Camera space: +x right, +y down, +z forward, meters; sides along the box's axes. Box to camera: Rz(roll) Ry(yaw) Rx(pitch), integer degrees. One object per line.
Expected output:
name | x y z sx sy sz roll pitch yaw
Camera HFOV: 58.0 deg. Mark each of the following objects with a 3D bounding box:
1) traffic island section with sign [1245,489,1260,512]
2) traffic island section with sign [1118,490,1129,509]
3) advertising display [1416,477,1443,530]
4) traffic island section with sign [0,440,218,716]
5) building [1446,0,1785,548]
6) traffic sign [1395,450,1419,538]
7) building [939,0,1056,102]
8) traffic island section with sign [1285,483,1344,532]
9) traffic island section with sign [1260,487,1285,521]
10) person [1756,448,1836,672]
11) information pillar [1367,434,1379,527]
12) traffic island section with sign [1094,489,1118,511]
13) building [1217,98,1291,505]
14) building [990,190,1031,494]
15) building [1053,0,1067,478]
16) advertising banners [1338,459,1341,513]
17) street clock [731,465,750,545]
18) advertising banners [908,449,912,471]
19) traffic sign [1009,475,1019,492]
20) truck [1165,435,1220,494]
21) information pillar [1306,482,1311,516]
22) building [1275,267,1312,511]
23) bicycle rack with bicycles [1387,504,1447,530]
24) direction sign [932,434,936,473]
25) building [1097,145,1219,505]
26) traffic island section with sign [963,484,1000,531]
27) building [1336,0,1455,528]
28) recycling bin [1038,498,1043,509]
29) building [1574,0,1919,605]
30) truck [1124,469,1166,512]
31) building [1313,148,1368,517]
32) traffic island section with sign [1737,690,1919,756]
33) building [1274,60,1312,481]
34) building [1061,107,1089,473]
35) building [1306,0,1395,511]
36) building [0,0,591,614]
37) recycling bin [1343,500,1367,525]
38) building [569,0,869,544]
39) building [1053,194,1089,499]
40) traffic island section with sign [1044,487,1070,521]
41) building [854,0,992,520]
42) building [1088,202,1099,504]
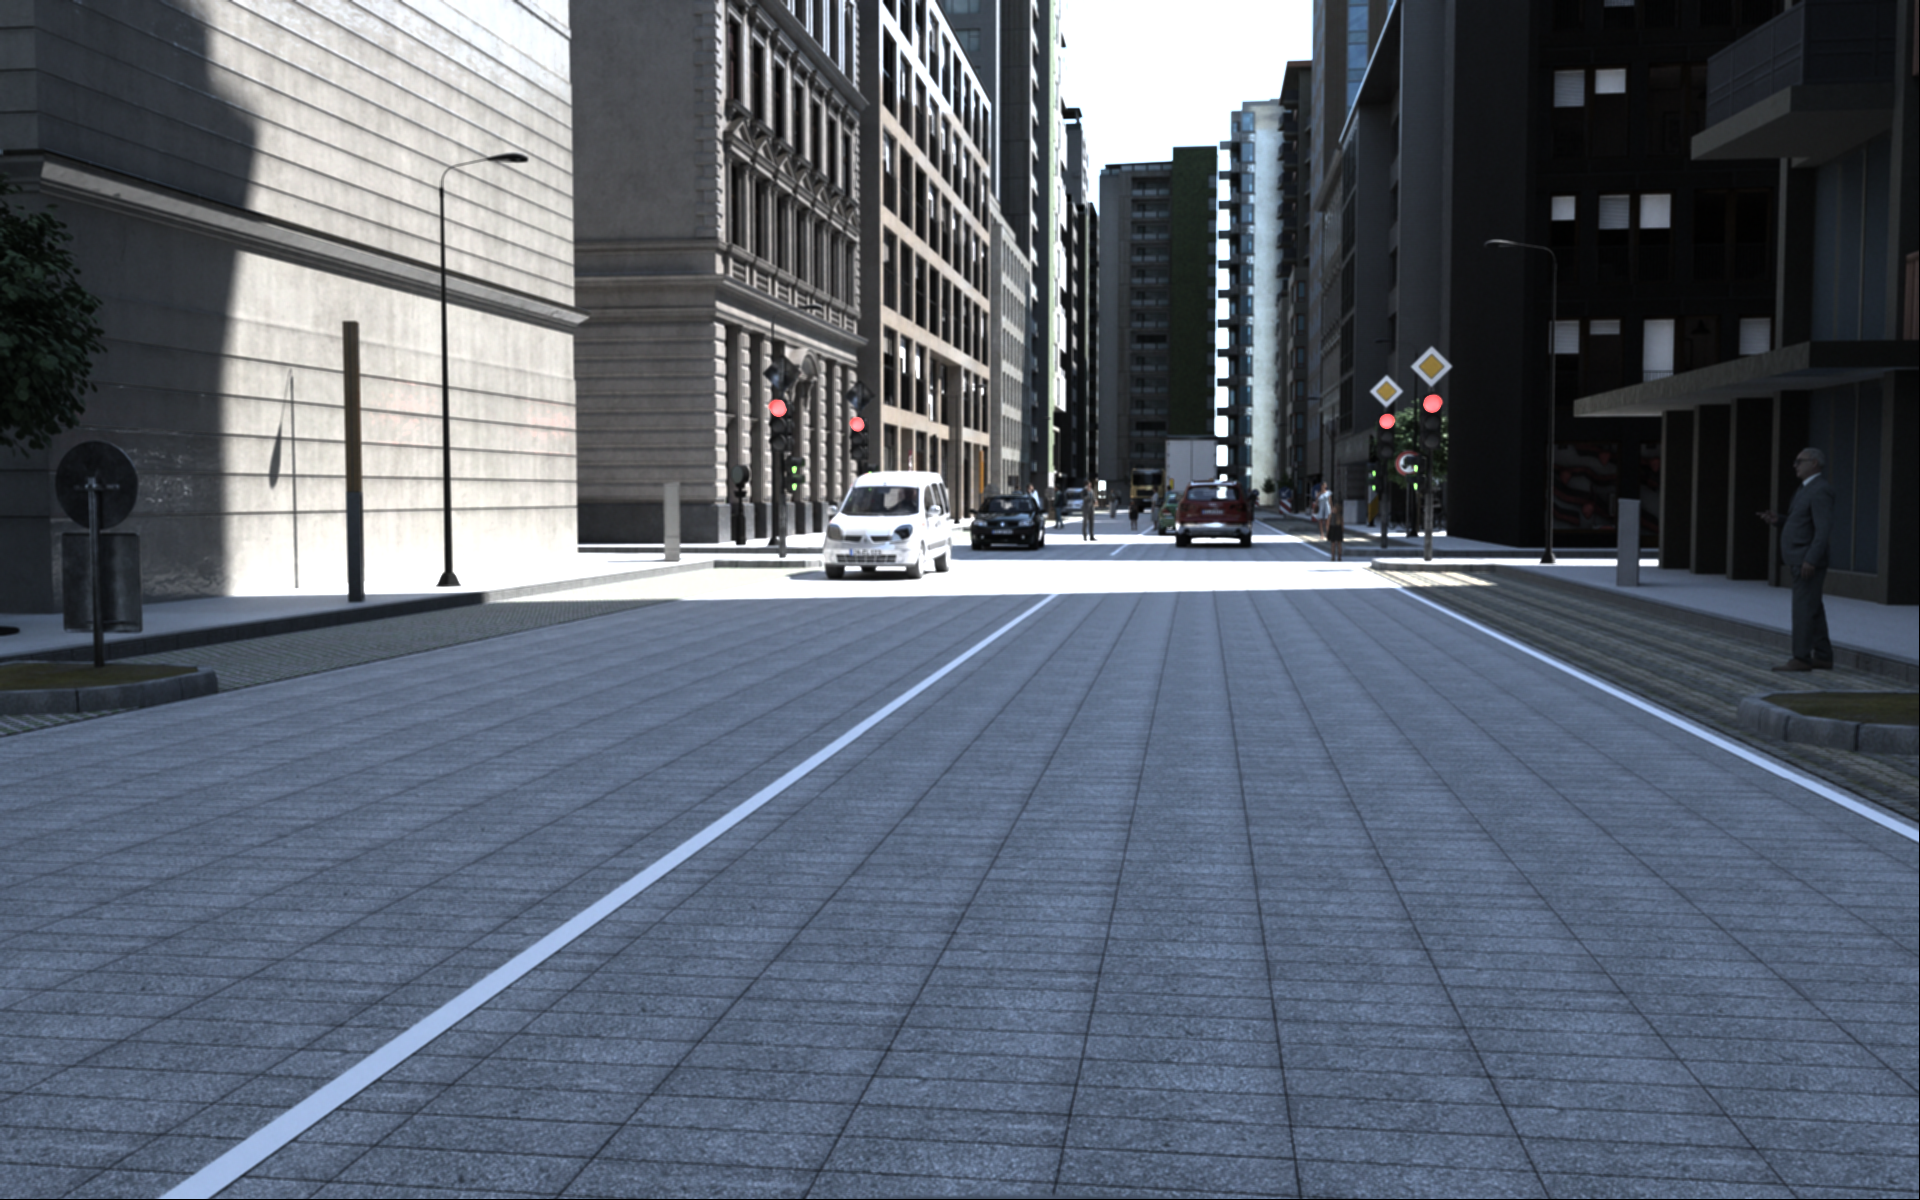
traffic island section with sign | 24.029 -8.143 141.760 1.989 1.847 2.006 0 4 8
traffic island section with sign | 15.698 -9.954 171.375 1.989 1.847 2.006 0 4 8
advertising display | 16.649 -3.449 61.600 0.974 1.923 0.123 1 4 21
traffic island section with sign | -6.388 -0.212 12.094 1.989 1.847 2.006 0 4 8
building | 21.978 -13.201 45.517 15.834 23.373 12.332 0 4 8
traffic sign | 13.053 -3.078 50.424 0.768 2.556 0.104 1 4 11
building | -0.718 -26.987 124.831 14.154 41.232 14.086 0 4 8
traffic island section with sign | 13.463 -3.482 65.554 1.989 1.847 2.006 0 4 8
traffic island section with sign | 17.193 -5.121 92.357 1.989 1.847 2.006 0 4 8
person | 6.790 -0.328 14.036 0.590 1.801 0.661 1 4 14
information pillar | 16.164 -4.668 67.683 0.504 3.616 0.183 -2 4 -33
traffic island section with sign | 11.908 -8.281 144.018 1.989 1.847 2.006 0 4 8
building | 46.319 -35.999 208.197 30.456 49.044 23.786 0 4 8
building | -1.645 -15.421 106.887 10.420 20.320 16.860 0 4 8
building | -5.233 -34.056 146.052 28.713 52.752 27.495 0 4 8
advertising banners | 16.774 -4.917 76.577 0.090 3.025 2.074 1 4 10
street clock | -5.488 -2.370 43.317 0.471 2.002 0.358 3 5 41
advertising banners | -2.112 -4.309 66.644 0.090 3.025 2.074 1 4 14
traffic sign | 2.948 -5.659 94.651 0.606 2.300 0.079 1 4 15
truck | 11.851 -6.073 88.211 2.839 4.237 11.283 1 4 8
information pillar | 20.846 -6.062 103.601 0.304 2.012 0.304 1 4 17
building | 41.081 -18.326 144.673 27.650 21.520 28.899 0 4 8
bicycle rack with bicycles | 16.921 -3.058 63.373 2.925 0.926 2.852 -1 4 -18
direction sign | -0.981 -4.532 66.097 0.379 3.537 0.876 0 4 -8
building | 23.610 -32.001 206.803 14.086 41.232 14.154 0 4 8
traffic island section with sign | 1.223 -3.569 66.989 1.989 1.847 2.006 0 4 8
building | 25.468 -15.855 78.290 14.314 24.678 30.058 0 4 8
recycling bin | 5.114 -6.394 117.088 0.722 1.027 0.722 -2 4 -28
building | 19.894 -22.034 14.888 22.147 44.769 28.867 0 4 8
truck | 14.778 -8.522 135.254 3.469 3.379 9.791 1 4 9
building | 27.351 -16.821 103.903 11.050 23.489 19.941 0 4 8
traffic island section with sign | 5.789 -0.098 10.228 1.989 1.847 2.006 0 4 8
building | 42.996 -31.700 172.920 22.147 44.769 28.867 0 4 8
building | 6.676 -30.738 186.159 14.086 41.232 14.154 0 4 8
building | 32.338 -28.927 123.065 14.600 45.320 14.200 0 4 8
building | -29.830 -15.406 28.302 44.131 29.872 17.030 0 4 8
recycling bin | 16.721 -3.715 73.294 0.722 1.027 0.722 -3 5 -41
building | -9.694 -13.750 53.687 11.050 23.489 19.941 0 4 8
building | 4.866 -24.151 166.574 14.160 30.474 14.107 0 4 8
traffic island section with sign | 4.933 -5.204 93.718 1.989 1.847 2.006 0 4 8
building | -10.136 -16.971 81.988 19.350 26.468 34.151 0 4 8
building | 5.871 -32.203 218.392 23.993 40.220 32.217 0 4 8
